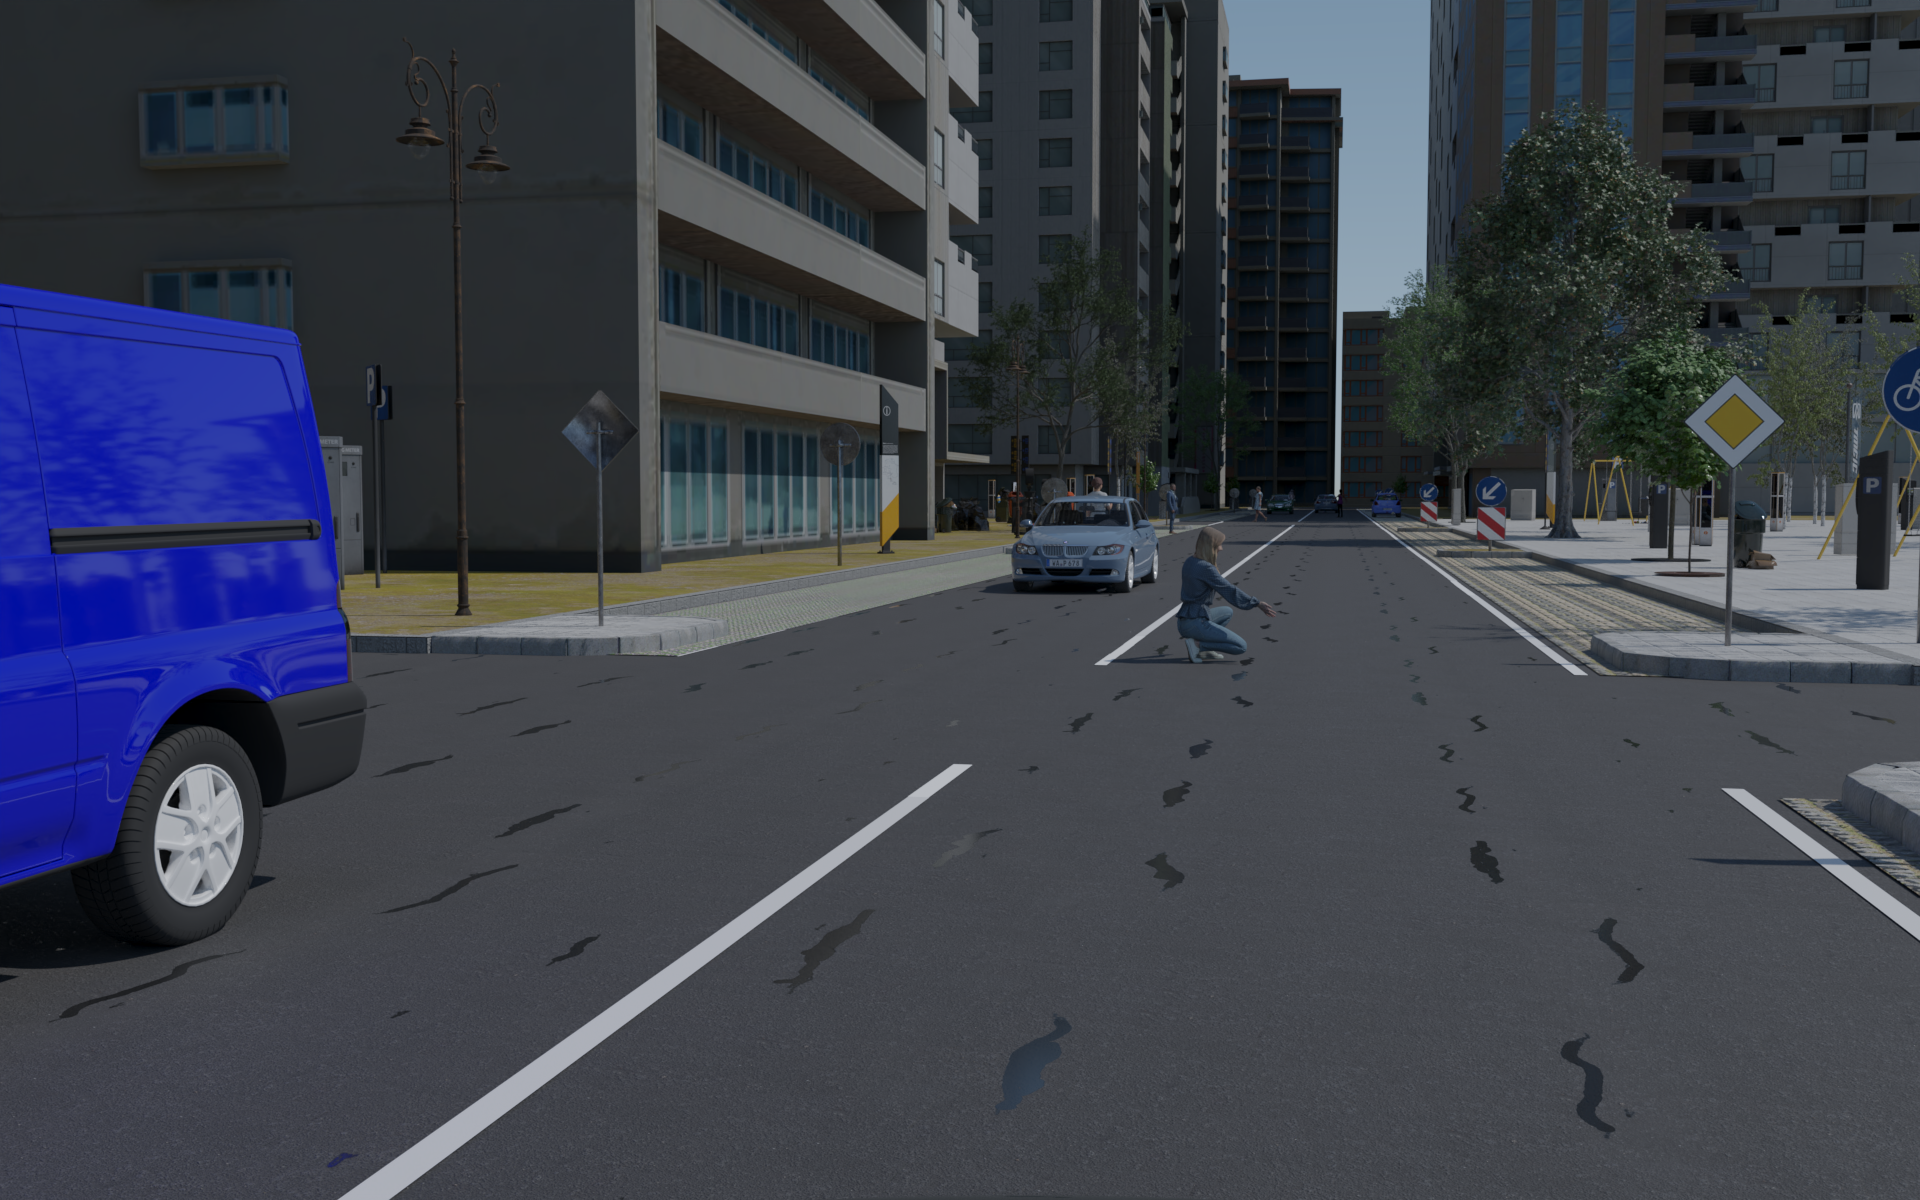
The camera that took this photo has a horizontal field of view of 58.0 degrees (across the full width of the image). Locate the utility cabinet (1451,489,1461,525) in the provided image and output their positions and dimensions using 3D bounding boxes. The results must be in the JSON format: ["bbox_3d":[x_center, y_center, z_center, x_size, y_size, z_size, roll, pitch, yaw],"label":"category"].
[{"bbox_3d":[20.307,-3.807,70.931,0.318,1.500,1.173,1,4,12],"label":"utility cabinet"}]

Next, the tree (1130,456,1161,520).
[{"bbox_3d":[9.304,-5.669,87.289,1.663,3.219,1.824,0,3,0],"label":"tree"}]

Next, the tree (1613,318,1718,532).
[{"bbox_3d":[23.468,-6.607,58.394,4.360,8.622,3.978,0,3,0],"label":"tree"}]

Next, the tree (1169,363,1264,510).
[{"bbox_3d":[20.329,-12.910,136.826,9.928,11.665,9.643,0,3,0],"label":"tree"}]

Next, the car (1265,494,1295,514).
[{"bbox_3d":[23.003,-6.883,124.335,2.131,1.459,4.920,1,4,12],"label":"car"}]

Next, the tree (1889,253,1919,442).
[{"bbox_3d":[28.851,-6.168,51.208,4.737,8.622,4.395,0,3,0],"label":"tree"}]

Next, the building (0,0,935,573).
[{"bbox_3d":[-13.346,-25.406,39.097,21.300,48.544,21.600,1,4,12],"label":"building"}]

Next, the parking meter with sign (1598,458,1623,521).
[{"bbox_3d":[30.896,-5.269,82.406,0.543,3.016,1.738,0,4,-3],"label":"parking meter with sign"}]

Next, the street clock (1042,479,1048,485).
[{"bbox_3d":[4.072,-4.785,82.798,0.358,2.002,0.471,1,4,20],"label":"street clock"}]

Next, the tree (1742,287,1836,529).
[{"bbox_3d":[30.065,-6.874,62.751,4.737,8.622,4.395,0,3,0],"label":"tree"}]

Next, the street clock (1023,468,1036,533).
[{"bbox_3d":[1.963,-2.720,49.035,0.358,2.002,0.471,0,4,1],"label":"street clock"}]

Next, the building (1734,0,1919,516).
[{"bbox_3d":[46.761,-32.249,116.512,28.713,52.752,27.495,1,4,12],"label":"building"}]

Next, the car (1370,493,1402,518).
[{"bbox_3d":[26.182,-5.919,106.363,1.945,1.707,3.694,1,4,12],"label":"car"}]

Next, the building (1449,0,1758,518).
[{"bbox_3d":[35.686,-27.384,97.845,14.600,45.320,14.200,1,4,12],"label":"building"}]

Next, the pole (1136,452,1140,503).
[{"bbox_3d":[8.571,-5.480,83.436,0.158,3.312,0.155,0,3,0],"label":"pole"}]

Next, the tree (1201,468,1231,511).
[{"bbox_3d":[19.056,-8.298,130.273,1.663,3.219,1.824,0,3,0],"label":"tree"}]

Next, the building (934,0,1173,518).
[{"bbox_3d":[4.375,-20.018,98.991,14.160,30.474,14.107,1,4,12],"label":"building"}]

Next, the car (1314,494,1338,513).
[{"bbox_3d":[27.698,-7.266,130.800,2.014,1.417,4.499,1,4,13],"label":"car"}]

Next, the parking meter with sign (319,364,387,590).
[{"bbox_3d":[-8.641,-1.641,23.097,1.738,3.016,0.543,-2,4,-31],"label":"parking meter with sign"}]

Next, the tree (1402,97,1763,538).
[{"bbox_3d":[17.815,-8.160,50.431,9.611,12.733,9.660,0,3,0],"label":"tree"}]

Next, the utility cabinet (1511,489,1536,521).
[{"bbox_3d":[26.898,-4.530,82.746,0.318,1.500,1.173,-3,4,-37],"label":"utility cabinet"}]

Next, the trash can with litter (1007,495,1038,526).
[{"bbox_3d":[2.663,-3.544,69.003,1.678,1.210,2.233,-2,4,-26],"label":"trash can with litter"}]

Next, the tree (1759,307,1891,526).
[{"bbox_3d":[34.535,-7.227,68.525,4.360,8.622,3.978,0,3,0],"label":"tree"}]

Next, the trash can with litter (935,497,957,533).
[{"bbox_3d":[-0.685,-2.788,56.971,1.055,1.170,0.624,-2,4,-34],"label":"trash can with litter"}]

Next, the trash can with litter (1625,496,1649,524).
[{"bbox_3d":[29.885,-3.890,74.660,2.233,1.210,1.678,3,4,37],"label":"trash can with litter"}]

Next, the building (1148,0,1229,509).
[{"bbox_3d":[12.827,-32.569,156.199,21.600,48.544,21.300,1,4,12],"label":"building"}]

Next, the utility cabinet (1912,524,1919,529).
[{"bbox_3d":[34.687,-3.258,61.952,1.173,1.500,0.318,2,4,26],"label":"utility cabinet"}]

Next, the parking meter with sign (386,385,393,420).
[{"bbox_3d":[-9.891,-1.905,27.413,0.543,3.016,1.738,3,5,42],"label":"parking meter with sign"}]

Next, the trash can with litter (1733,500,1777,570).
[{"bbox_3d":[13.736,-1.128,29.825,0.624,1.170,1.055,0,4,-4],"label":"trash can with litter"}]

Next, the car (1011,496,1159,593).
[{"bbox_3d":[2.017,-0.906,26.814,2.014,1.417,4.499,1,4,14],"label":"car"}]

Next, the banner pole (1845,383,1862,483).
[{"bbox_3d":[20.233,-3.014,39.296,0.863,3.779,0.401,-3,4,-38],"label":"banner pole"}]

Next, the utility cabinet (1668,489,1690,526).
[{"bbox_3d":[28.477,-3.693,69.057,1.173,1.500,0.318,1,4,18],"label":"utility cabinet"}]

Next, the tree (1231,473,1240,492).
[{"bbox_3d":[24.813,-9.889,156.280,1.663,3.219,1.824,0,3,0],"label":"tree"}]

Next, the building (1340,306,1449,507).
[{"bbox_3d":[54.768,-20.578,181.495,28.899,21.520,27.650,1,4,12],"label":"building"}]

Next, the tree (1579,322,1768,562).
[{"bbox_3d":[13.701,-3.021,33.105,4.285,4.588,4.351,0,3,0],"label":"tree"}]

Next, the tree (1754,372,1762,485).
[{"bbox_3d":[36.444,-7.552,73.842,4.360,8.622,3.978,0,3,0],"label":"tree"}]

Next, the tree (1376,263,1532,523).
[{"bbox_3d":[22.444,-9.268,77.280,9.928,11.665,9.643,0,3,0],"label":"tree"}]

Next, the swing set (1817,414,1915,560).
[{"bbox_3d":[18.876,-2.198,33.560,3.119,2.851,2.862,-2,4,-34],"label":"swing set"}]

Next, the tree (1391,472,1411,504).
[{"bbox_3d":[37.161,-9.235,145.586,1.663,3.219,1.824,0,3,0],"label":"tree"}]

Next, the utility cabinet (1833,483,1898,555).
[{"bbox_3d":[18.937,-1.685,36.235,1.173,1.500,0.318,0,4,-3],"label":"utility cabinet"}]

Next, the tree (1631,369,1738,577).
[{"bbox_3d":[11.331,-1.990,27.146,1.663,3.219,1.824,0,3,0],"label":"tree"}]

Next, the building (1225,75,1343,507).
[{"bbox_3d":[25.830,-32.418,184.660,28.867,44.769,22.147,1,4,12],"label":"building"}]

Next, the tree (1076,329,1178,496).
[{"bbox_3d":[7.293,-7.743,76.953,4.360,8.622,3.978,0,3,0],"label":"tree"}]

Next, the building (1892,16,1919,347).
[{"bbox_3d":[79.224,-28.198,144.627,14.086,41.232,14.154,1,4,12],"label":"building"}]

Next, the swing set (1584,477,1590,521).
[{"bbox_3d":[30.516,-5.036,79.959,3.119,2.851,2.862,0,4,7],"label":"swing set"}]

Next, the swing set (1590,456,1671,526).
[{"bbox_3d":[28.348,-4.527,71.637,3.119,2.851,2.862,-1,4,-8],"label":"swing set"}]

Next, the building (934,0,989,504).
[{"bbox_3d":[-14.511,-29.555,72.464,28.713,52.752,27.495,1,4,12],"label":"building"}]

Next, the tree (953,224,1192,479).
[{"bbox_3d":[3.533,-7.701,60.318,8.767,10.594,7.601,-3,4,-36],"label":"tree"}]

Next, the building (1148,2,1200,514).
[{"bbox_3d":[-0.069,-26.130,119.114,32.217,40.220,23.993,1,4,12],"label":"building"}]
